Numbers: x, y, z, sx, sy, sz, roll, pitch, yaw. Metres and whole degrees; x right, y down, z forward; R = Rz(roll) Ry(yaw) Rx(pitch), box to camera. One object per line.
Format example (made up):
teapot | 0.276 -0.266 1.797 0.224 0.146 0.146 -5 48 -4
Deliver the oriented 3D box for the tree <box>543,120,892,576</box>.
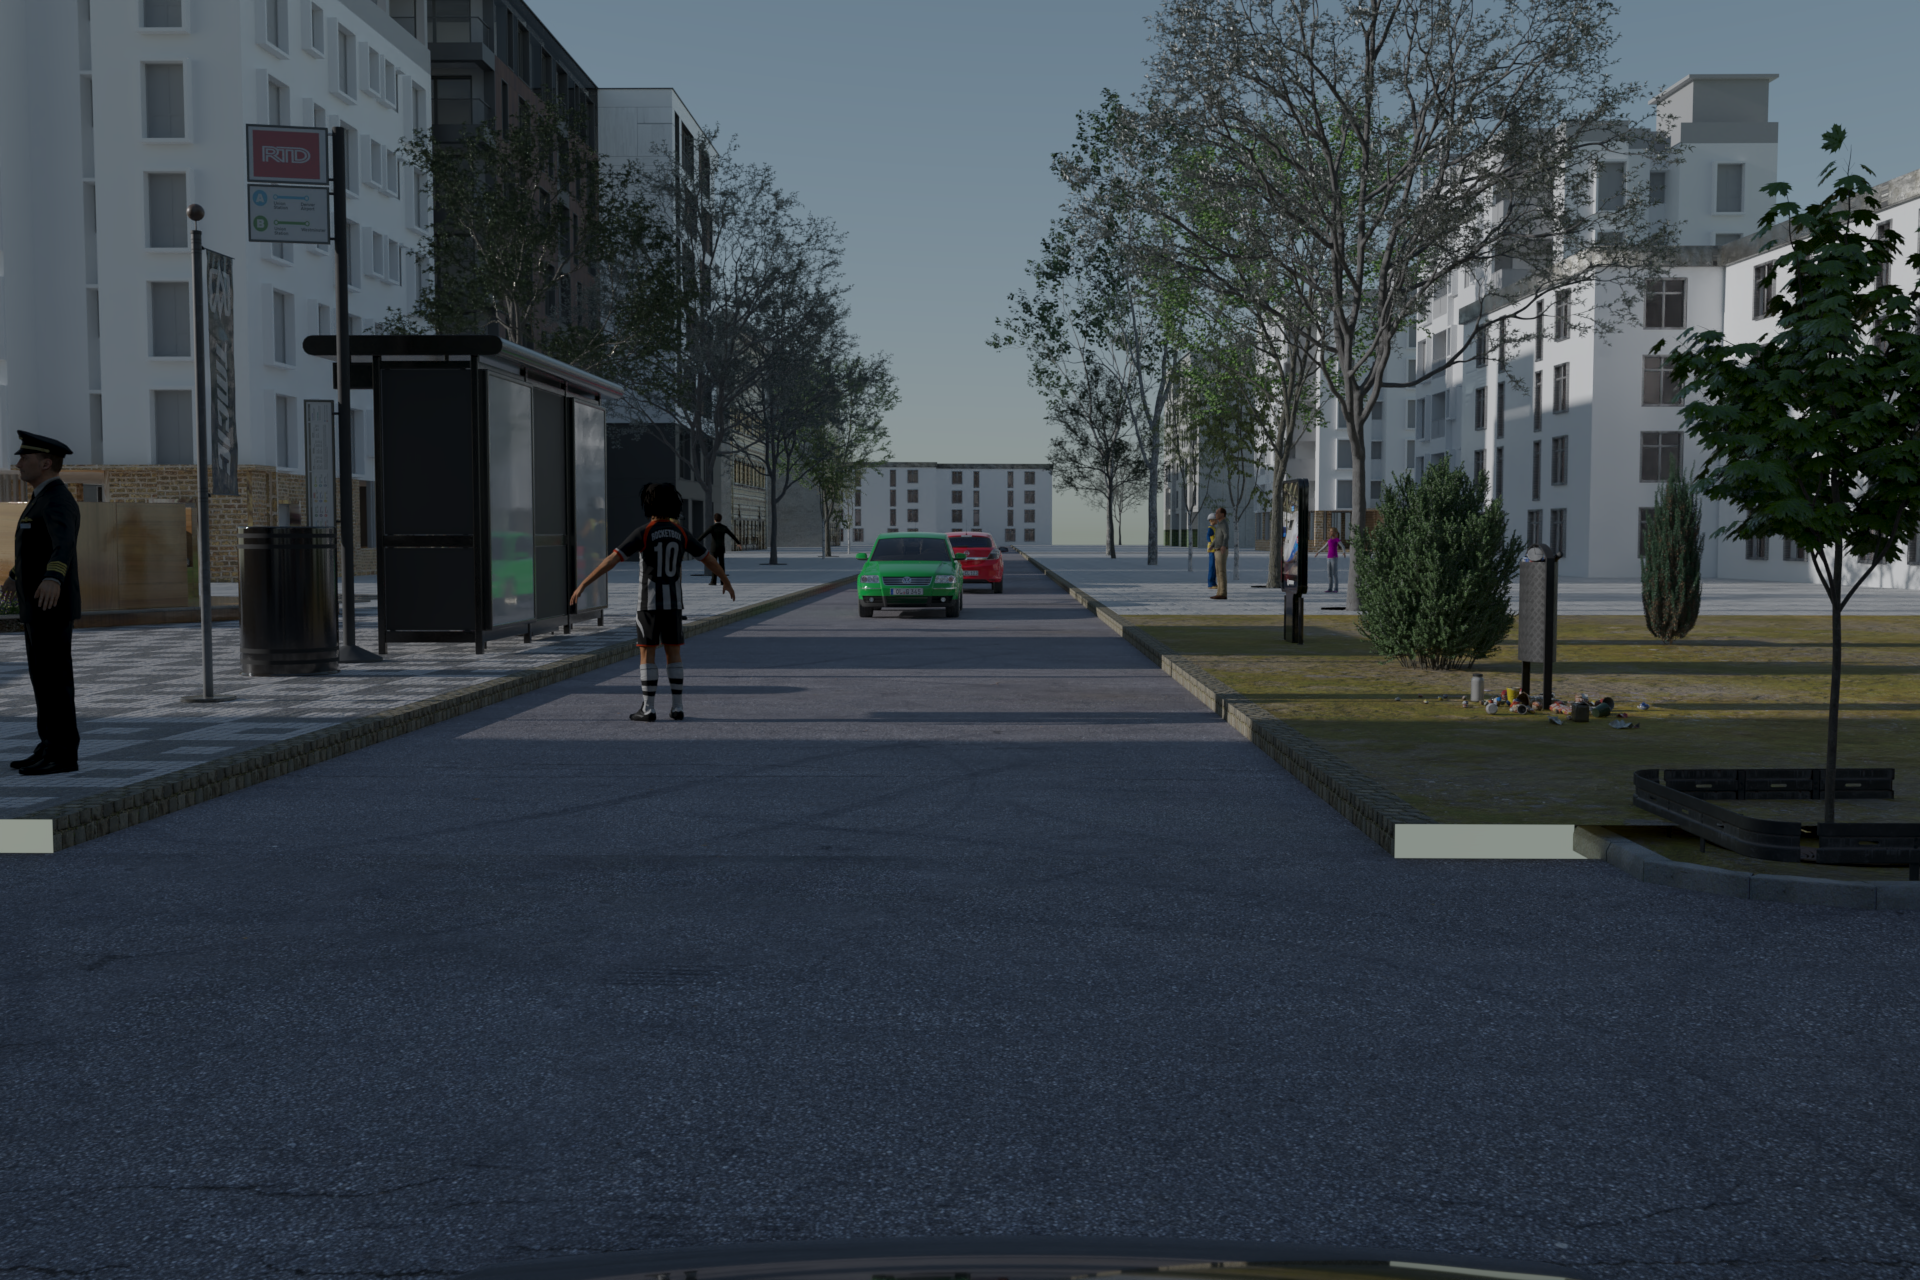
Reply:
tree | -7.707 -8.688 52.423 12.009 13.543 11.850 0 3 0

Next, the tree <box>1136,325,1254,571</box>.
tree | 7.921 -6.674 59.478 4.360 8.622 3.978 0 3 0

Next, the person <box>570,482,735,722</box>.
person | -2.313 -0.288 13.305 1.345 1.843 0.704 -2 4 -32

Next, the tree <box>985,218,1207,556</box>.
tree | 8.179 -15.183 104.130 12.611 20.169 13.585 0 3 0

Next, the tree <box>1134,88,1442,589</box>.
tree | 7.673 -7.042 40.886 9.928 11.665 9.643 0 3 0

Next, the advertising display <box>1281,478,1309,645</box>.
advertising display | 3.951 -0.933 20.466 0.123 1.923 0.974 0 4 -1

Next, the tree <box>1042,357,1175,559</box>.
tree | 7.710 -9.547 90.510 7.601 10.594 8.767 1 4 9

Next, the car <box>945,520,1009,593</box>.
car | 0.152 -2.094 43.270 2.155 1.783 4.494 0 4 0

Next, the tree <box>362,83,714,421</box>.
tree | -8.494 -6.161 35.139 8.767 10.594 7.601 2 4 29

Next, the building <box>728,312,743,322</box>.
building | -23.758 -17.890 148.920 16.016 20.090 11.380 0 4 0

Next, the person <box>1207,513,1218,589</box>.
person | 6.018 -2.086 40.578 0.721 1.772 1.216 2 4 23

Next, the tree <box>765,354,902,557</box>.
tree | -7.328 -10.498 97.405 9.928 11.665 9.643 0 3 0

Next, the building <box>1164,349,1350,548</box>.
building | 30.525 -18.828 174.303 16.747 18.905 31.486 0 4 1

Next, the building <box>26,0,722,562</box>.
building | -27.085 -14.294 77.687 27.936 21.610 32.646 0 4 1

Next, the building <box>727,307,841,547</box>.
building | -22.343 -21.188 177.358 19.493 23.208 18.063 0 4 1

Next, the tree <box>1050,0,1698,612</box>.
tree | 6.635 -7.228 28.552 12.009 13.543 11.850 0 3 0

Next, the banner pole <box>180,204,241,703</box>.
banner pole | -5.791 -1.434 13.471 0.401 3.779 0.863 0 4 1

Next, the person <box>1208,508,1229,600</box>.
person | 5.102 -1.696 34.002 0.705 1.796 1.348 0 4 -3

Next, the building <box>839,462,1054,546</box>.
building | -3.086 -15.783 202.653 28.070 9.664 9.099 0 4 -5

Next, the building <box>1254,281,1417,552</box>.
building | 28.231 -17.011 134.544 16.016 20.090 11.380 0 4 2

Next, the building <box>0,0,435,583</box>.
building | -23.460 -11.666 47.153 16.016 20.090 11.380 0 4 2

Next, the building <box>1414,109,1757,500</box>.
building | 27.519 -13.898 83.648 16.016 20.090 11.380 0 4 2

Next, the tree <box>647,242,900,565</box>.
tree | -7.654 -9.886 72.005 12.009 13.543 11.850 0 3 0

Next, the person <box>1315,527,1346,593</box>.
person | 8.093 -1.745 37.798 0.599 1.433 0.991 -2 4 -28

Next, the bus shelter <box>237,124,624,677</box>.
bus shelter | -5.843 -2.575 19.734 2.179 5.291 8.768 0 4 1

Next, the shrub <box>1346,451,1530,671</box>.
shrub | 4.544 -0.762 16.508 1.661 2.075 1.752 0 3 0

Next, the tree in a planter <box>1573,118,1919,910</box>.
tree in a planter | 3.816 -0.628 7.498 1.991 3.239 1.994 0 4 1

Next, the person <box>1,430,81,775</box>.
person | -4.959 -0.209 9.358 0.705 1.837 1.347 -3 4 -36

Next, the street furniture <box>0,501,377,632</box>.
street furniture | -15.073 -1.200 26.478 9.812 1.723 11.010 2 4 27

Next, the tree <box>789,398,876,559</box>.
tree | -6.756 -8.430 88.196 4.737 8.622 4.395 0 3 0

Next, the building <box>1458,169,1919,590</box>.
building | 22.924 -6.636 50.652 9.099 9.664 28.070 0 4 1

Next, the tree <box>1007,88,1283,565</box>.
tree | 8.167 -13.261 72.702 12.611 20.169 13.585 0 3 0

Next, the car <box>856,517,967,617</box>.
car | -0.852 -1.368 31.169 1.959 1.807 4.718 0 4 1

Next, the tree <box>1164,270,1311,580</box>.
tree | 7.682 -5.966 47.899 4.737 8.622 4.395 0 3 0

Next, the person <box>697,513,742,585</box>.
person | -6.076 -2.276 43.391 1.347 1.806 0.705 -2 4 -29

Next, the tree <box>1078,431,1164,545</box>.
tree | 18.338 -17.687 199.558 12.009 13.543 11.850 0 3 0

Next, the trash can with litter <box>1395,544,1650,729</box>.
trash can with litter | 4.173 -0.085 12.453 1.678 1.210 2.233 0 4 1

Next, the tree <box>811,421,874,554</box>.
tree | -6.906 -9.836 111.179 4.360 8.622 3.978 0 3 0

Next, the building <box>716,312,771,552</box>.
building | -25.495 -18.547 134.165 19.493 23.208 18.063 0 4 1

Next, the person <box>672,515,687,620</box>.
person | -4.286 -1.226 25.809 0.705 1.858 1.354 -3 5 -43
